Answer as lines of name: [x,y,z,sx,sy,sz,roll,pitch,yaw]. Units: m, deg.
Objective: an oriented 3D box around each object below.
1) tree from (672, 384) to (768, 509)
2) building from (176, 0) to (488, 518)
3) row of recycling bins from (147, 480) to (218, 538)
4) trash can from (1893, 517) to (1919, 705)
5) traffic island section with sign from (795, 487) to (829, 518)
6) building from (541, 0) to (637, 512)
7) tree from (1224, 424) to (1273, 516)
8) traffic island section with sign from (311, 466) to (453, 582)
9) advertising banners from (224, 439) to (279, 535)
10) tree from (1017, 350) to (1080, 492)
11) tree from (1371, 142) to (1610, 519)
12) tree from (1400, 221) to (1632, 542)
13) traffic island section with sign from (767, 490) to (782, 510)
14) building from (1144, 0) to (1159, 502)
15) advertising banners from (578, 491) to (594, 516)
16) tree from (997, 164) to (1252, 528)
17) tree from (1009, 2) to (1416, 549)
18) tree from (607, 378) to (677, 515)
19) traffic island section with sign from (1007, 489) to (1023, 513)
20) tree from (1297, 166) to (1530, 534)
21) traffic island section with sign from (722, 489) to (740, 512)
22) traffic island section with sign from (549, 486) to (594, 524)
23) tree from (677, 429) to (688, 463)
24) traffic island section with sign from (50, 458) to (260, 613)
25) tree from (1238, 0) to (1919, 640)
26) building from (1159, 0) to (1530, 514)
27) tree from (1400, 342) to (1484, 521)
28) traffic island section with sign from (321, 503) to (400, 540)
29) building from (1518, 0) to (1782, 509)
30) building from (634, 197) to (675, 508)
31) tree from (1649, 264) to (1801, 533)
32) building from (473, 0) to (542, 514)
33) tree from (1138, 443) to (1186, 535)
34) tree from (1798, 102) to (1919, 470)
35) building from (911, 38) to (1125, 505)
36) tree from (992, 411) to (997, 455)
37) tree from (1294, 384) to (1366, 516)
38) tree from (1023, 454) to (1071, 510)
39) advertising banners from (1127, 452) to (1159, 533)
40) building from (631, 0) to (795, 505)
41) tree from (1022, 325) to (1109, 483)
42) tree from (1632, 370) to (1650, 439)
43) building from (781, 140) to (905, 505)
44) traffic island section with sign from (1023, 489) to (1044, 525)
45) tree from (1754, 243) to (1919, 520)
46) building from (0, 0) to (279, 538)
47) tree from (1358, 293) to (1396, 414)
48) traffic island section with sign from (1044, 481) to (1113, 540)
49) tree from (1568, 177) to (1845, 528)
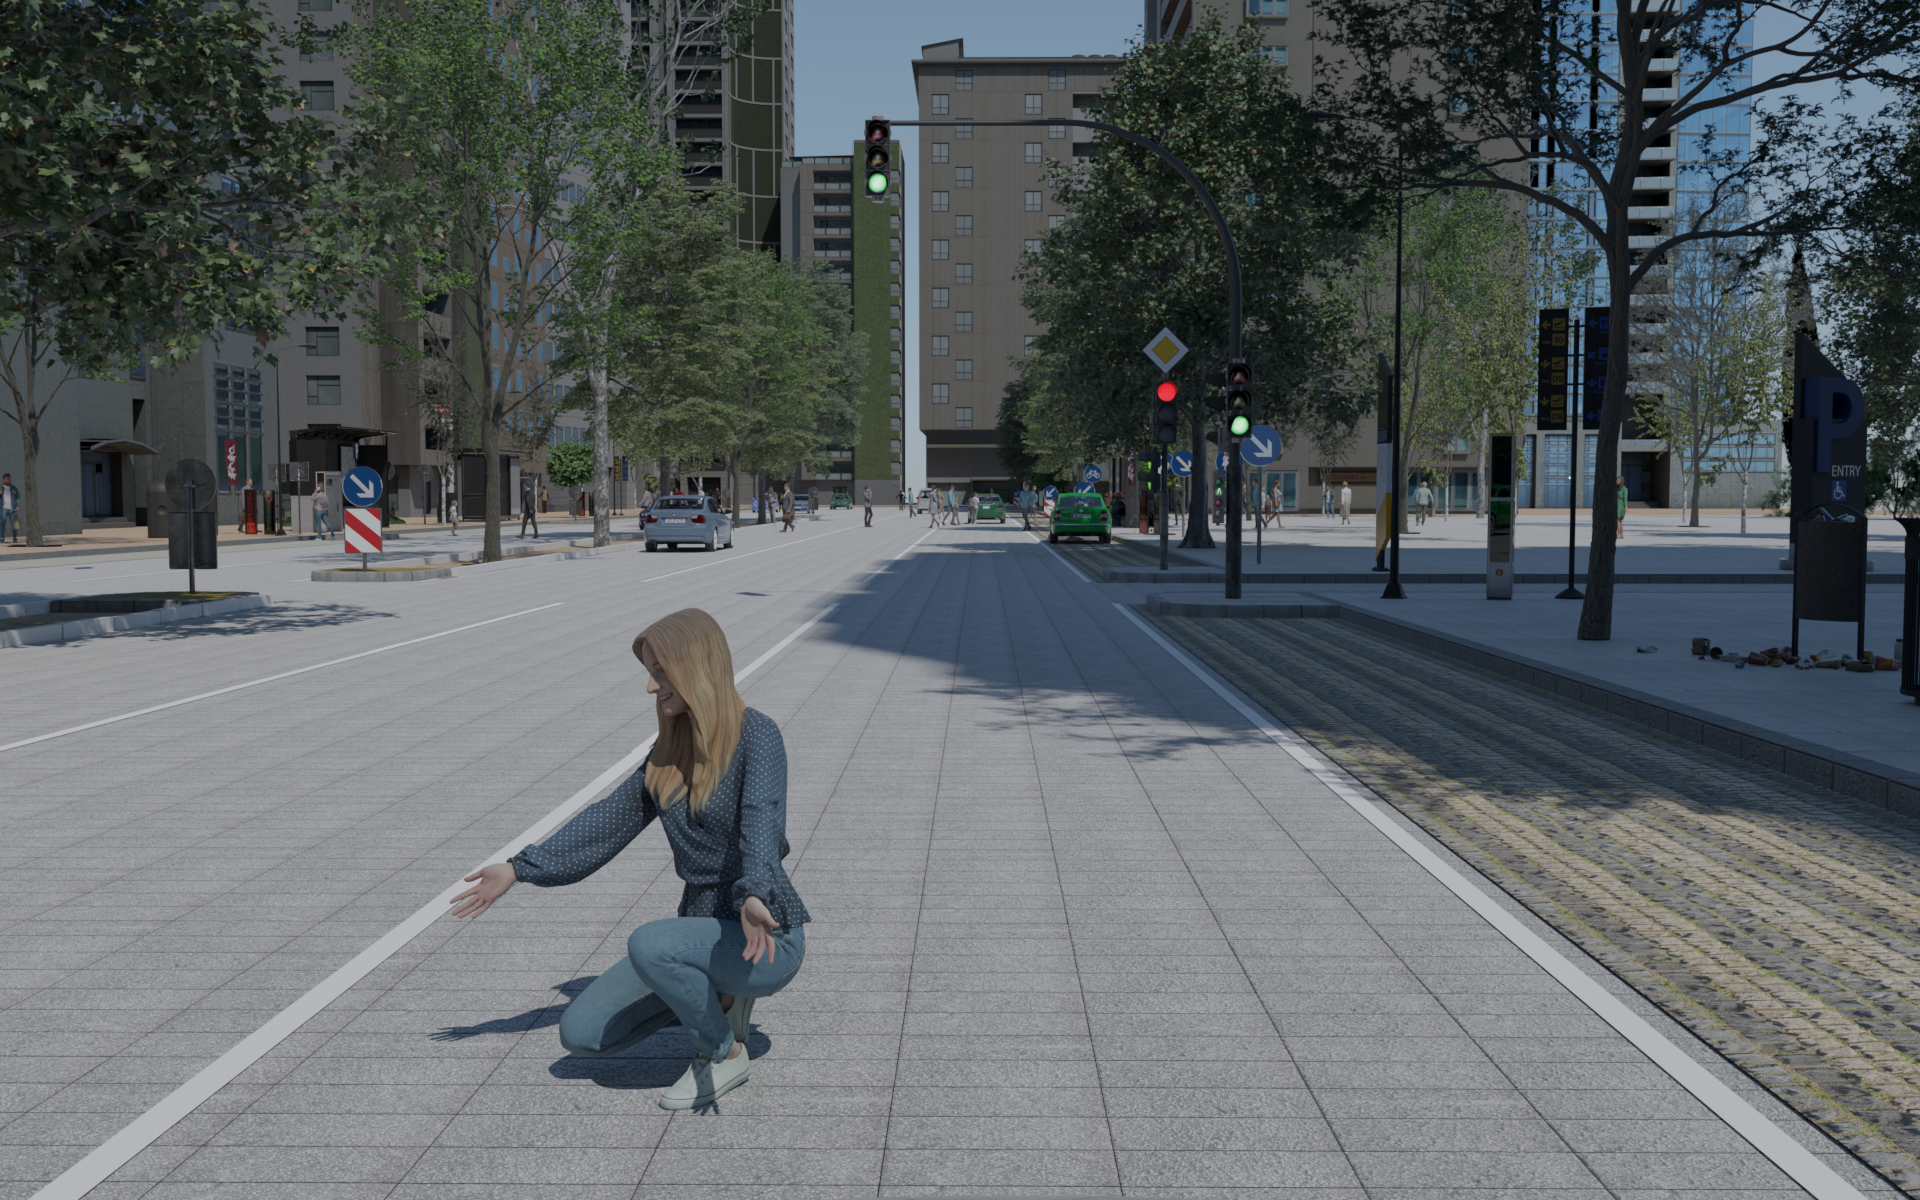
tree: [-20.300,-14.766,151.794,12.009,13.543,11.850,0,3,0]
building: [-35.308,-19.880,96.735,14.160,30.474,14.107,0,4,1]
row of recycling bins: [-23.210,-2.737,51.861,1.069,1.692,3.534,0,4,0]
trash can: [6.045,0.073,10.467,0.748,1.137,0.748,0,3,0]
traffic island section with sign: [-8.893,-5.878,104.248,2.006,1.907,1.989,0,4,1]
building: [-38.298,-36.106,132.339,21.231,58.520,28.212,0,4,1]
tree: [16.509,-9.143,99.852,4.737,8.622,4.395,0,3,0]
traffic island section with sign: [-9.808,-1.283,29.115,2.006,1.907,1.989,0,4,1]
advertising banners: [-22.393,-3.578,54.695,2.074,3.025,0.090,1,4,21]
tree: [7.619,-11.526,114.200,9.928,11.665,9.643,0,3,0]
tree: [28.135,-14.392,91.196,12.611,20.169,13.585,0,3,0]
tree: [14.567,-5.853,46.053,4.737,8.622,4.395,0,3,0]
traffic island section with sign: [-17.440,-9.230,159.544,1.989,1.847,2.006,0,4,1]
building: [25.710,-36.765,143.109,21.231,58.520,28.212,0,4,1]
advertising banners: [-21.716,-6.319,99.500,2.074,3.025,0.090,2,4,29]
tree: [6.626,-9.692,65.113,9.857,13.997,8.962,0,3,0]
tree: [5.702,-7.579,40.917,9.611,12.733,9.660,0,3,0]
tree: [-20.337,-9.657,108.253,4.737,8.622,4.395,0,3,0]
traffic island section with sign: [4.723,-7.487,131.038,1.989,1.847,2.006,0,4,1]
tree: [14.128,-7.925,55.334,9.928,11.665,9.643,0,3,0]
traffic island section with sign: [-17.787,-7.531,131.767,1.989,1.847,2.006,0,4,1]
traffic island section with sign: [-18.390,-4.519,82.515,1.989,1.847,2.006,0,4,1]
tree: [-21.253,-10.761,126.312,4.737,8.622,4.395,0,3,0]
traffic island section with sign: [-9.909,-0.830,21.708,2.006,1.907,1.989,0,4,1]
tree: [5.925,-4.921,14.865,7.601,10.594,8.767,1,4,12]
building: [25.298,-30.266,118.557,21.300,48.544,21.600,0,4,1]
tree: [22.696,-8.018,81.453,4.360,8.622,3.978,0,3,0]
traffic island section with sign: [-18.726,-2.793,54.287,1.989,1.847,2.006,0,4,1]
building: [57.659,-51.749,158.770,31.000,86.520,22.319,0,4,1]
building: [-34.921,-24.074,165.304,14.107,30.474,14.160,0,4,1]
tree: [25.710,-6.493,56.517,4.737,8.622,4.395,0,3,0]
building: [-35.429,-28.209,111.335,14.600,45.320,14.200,0,4,1]
tree: [6.400,-3.649,54.270,1.663,3.219,1.824,0,3,0]
tree: [28.104,-7.972,47.358,9.611,12.733,9.660,0,3,0]
building: [8.457,-37.935,209.472,27.495,52.752,28.713,0,4,1]
tree: [7.782,-16.542,177.108,9.857,13.997,8.962,0,3,0]
tree: [21.505,-9.221,101.130,4.360,8.622,3.978,0,3,0]
tree: [8.321,-10.378,153.388,4.285,4.588,4.351,0,3,0]
advertising banners: [6.033,-3.692,56.550,0.090,3.025,2.074,-2,4,-31]
building: [-30.879,-46.939,205.709,20.611,71.187,20.563,0,4,1]
tree: [7.416,-11.144,100.328,7.486,12.596,7.792,0,3,0]
tree: [32.320,-7.769,77.380,4.737,8.622,4.395,0,3,0]
building: [-13.574,-31.770,203.034,14.086,41.232,14.154,0,4,1]
traffic island section with sign: [4.128,-4.472,81.750,1.989,1.847,2.006,0,4,1]
tree: [48.577,-11.432,88.735,13.155,14.587,18.604,-3,4,-38]
building: [-39.172,-45.580,57.910,22.319,86.520,31.000,0,4,1]
tree: [16.404,-6.900,63.175,4.737,8.622,4.395,0,3,0]
traffic island section with sign: [3.787,-2.824,54.797,1.989,1.847,2.006,0,4,1]
tree: [28.522,-9.549,66.502,12.009,13.543,11.850,0,3,0]
